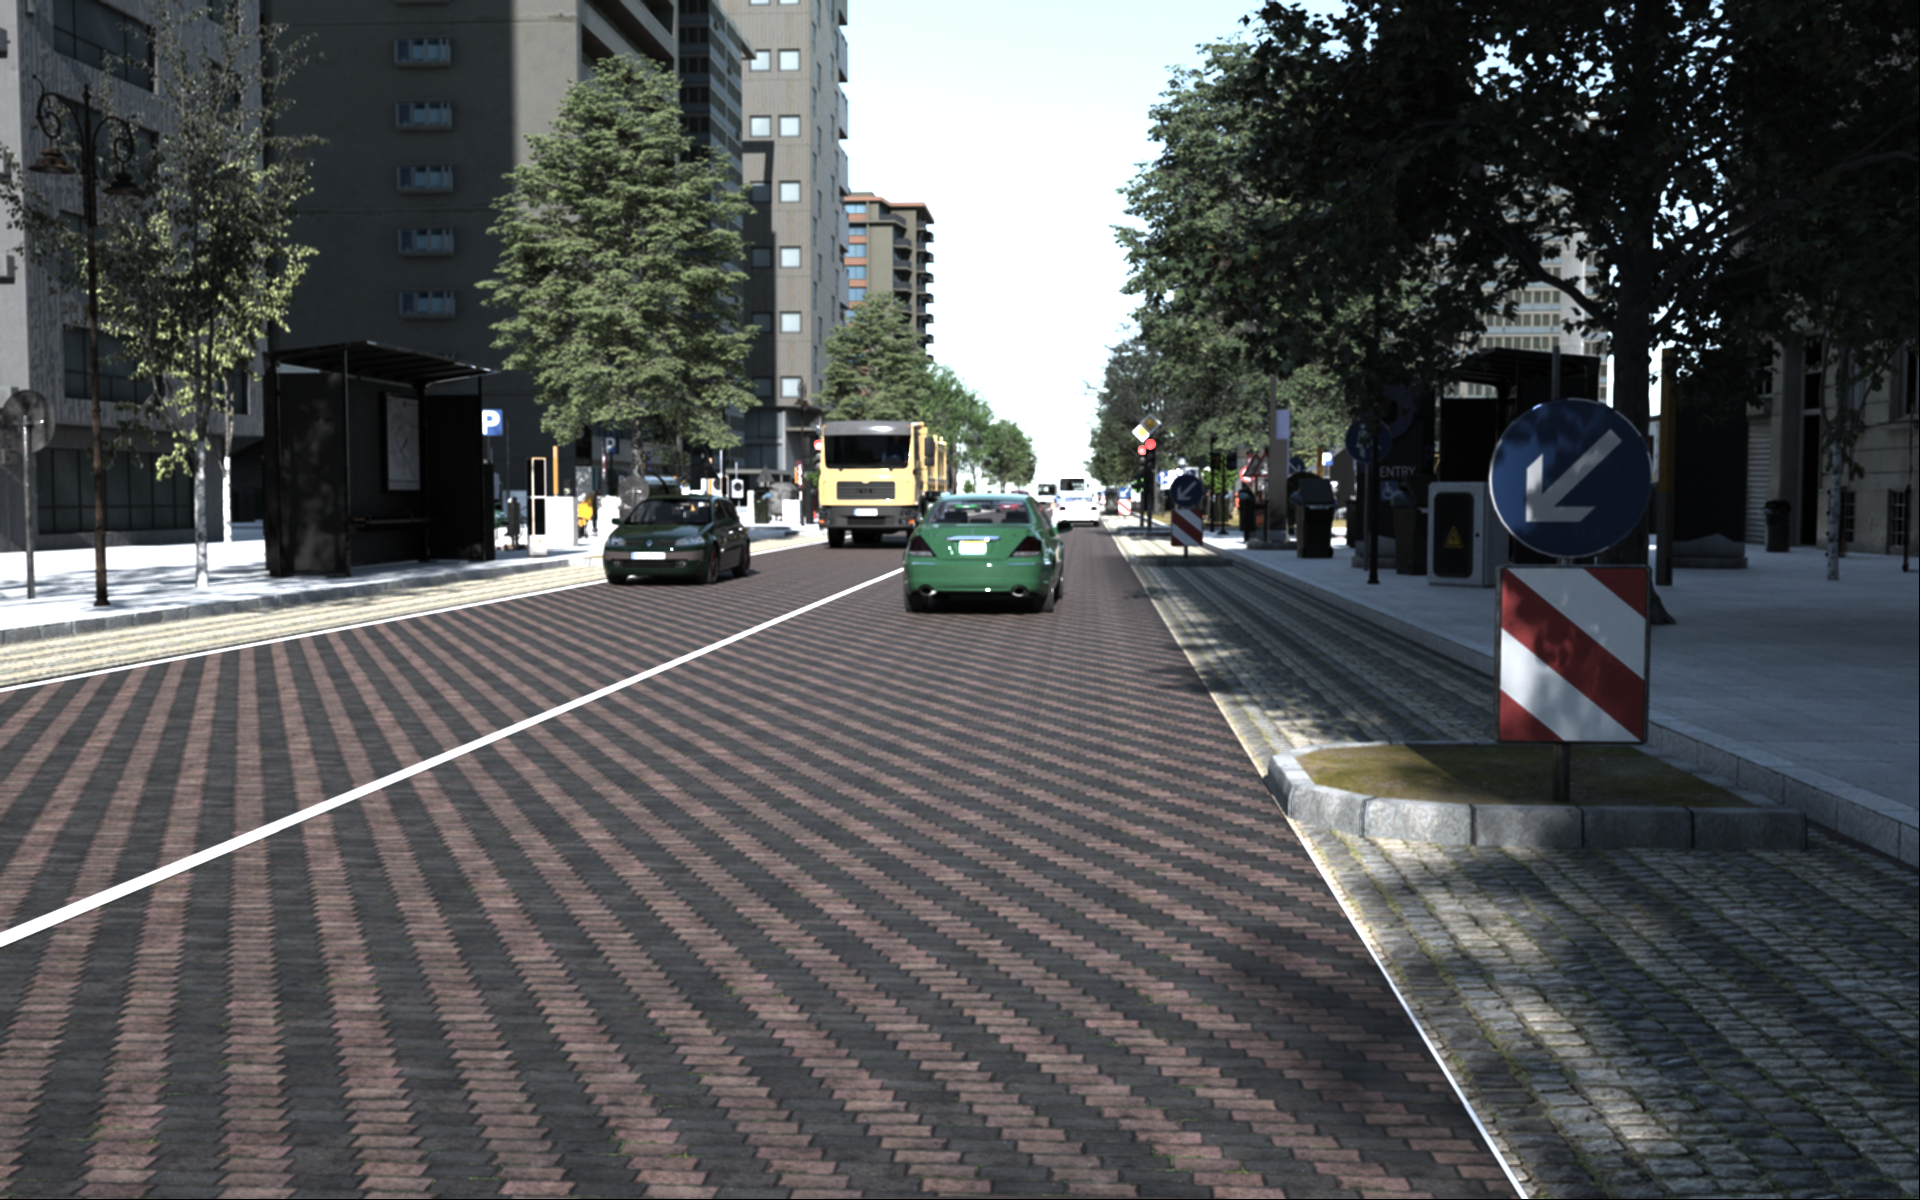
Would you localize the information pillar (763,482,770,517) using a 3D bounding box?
[{"bbox_3d":[-9.855,-5.117,88.160,0.304,2.012,0.304,1,4,11],"label":"information pillar"}]

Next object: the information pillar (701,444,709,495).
[{"bbox_3d":[-11.919,-5.475,80.871,0.183,3.616,0.504,-3,5,-45],"label":"information pillar"}]

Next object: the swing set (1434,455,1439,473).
[{"bbox_3d":[18.236,-4.350,68.737,3.119,2.851,2.862,-2,4,-34],"label":"swing set"}]

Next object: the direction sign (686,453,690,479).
[{"bbox_3d":[-15.180,-6.403,96.679,0.379,3.537,0.876,-2,4,-24],"label":"direction sign"}]

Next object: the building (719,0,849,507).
[{"bbox_3d":[-24.897,-34.796,158.155,28.713,52.752,27.495,0,4,4],"label":"building"}]

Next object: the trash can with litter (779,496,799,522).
[{"bbox_3d":[-7.874,-4.180,79.733,1.055,1.170,0.624,2,4,32],"label":"trash can with litter"}]

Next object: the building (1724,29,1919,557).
[{"bbox_3d":[26.482,-12.090,30.963,16.112,22.955,30.059,0,4,4],"label":"building"}]

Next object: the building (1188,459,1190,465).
[{"bbox_3d":[42.430,-37.596,264.801,14.600,45.320,14.200,0,4,4],"label":"building"}]

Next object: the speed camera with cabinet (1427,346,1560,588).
[{"bbox_3d":[7.399,-1.794,23.670,0.660,3.252,2.038,-3,4,-38],"label":"speed camera with cabinet"}]

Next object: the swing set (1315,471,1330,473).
[{"bbox_3d":[24.904,-7.316,117.228,2.862,2.851,3.119,-2,4,-35],"label":"swing set"}]

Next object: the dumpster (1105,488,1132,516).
[{"bbox_3d":[10.485,-6.516,114.760,1.865,1.857,1.264,0,4,5],"label":"dumpster"}]

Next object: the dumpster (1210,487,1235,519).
[{"bbox_3d":[13.348,-5.055,88.410,1.264,1.857,1.865,0,4,4],"label":"dumpster"}]

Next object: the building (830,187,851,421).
[{"bbox_3d":[-25.415,-30.209,185.800,32.217,40.220,23.993,0,4,4],"label":"building"}]

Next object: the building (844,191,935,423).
[{"bbox_3d":[-15.274,-36.601,253.056,22.147,44.769,28.867,0,4,4],"label":"building"}]

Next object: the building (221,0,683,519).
[{"bbox_3d":[-28.169,-28.755,93.853,21.300,48.544,21.600,0,4,4],"label":"building"}]

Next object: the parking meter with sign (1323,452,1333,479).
[{"bbox_3d":[15.049,-4.627,71.912,0.543,3.016,1.738,1,4,22],"label":"parking meter with sign"}]

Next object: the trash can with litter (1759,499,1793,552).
[{"bbox_3d":[18.157,-1.659,38.513,0.624,1.170,1.055,2,4,31],"label":"trash can with litter"}]

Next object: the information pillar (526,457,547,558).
[{"bbox_3d":[-8.545,-1.863,34.958,0.304,2.012,0.304,-3,4,-37],"label":"information pillar"}]

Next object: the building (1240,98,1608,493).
[{"bbox_3d":[43.318,-28.830,163.258,32.217,40.220,23.993,0,4,4],"label":"building"}]

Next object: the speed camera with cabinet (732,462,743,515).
[{"bbox_3d":[-14.499,-6.914,107.387,2.038,3.252,0.660,-1,4,-18],"label":"speed camera with cabinet"}]

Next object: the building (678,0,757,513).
[{"bbox_3d":[-28.943,-26.489,124.983,32.217,40.220,23.993,0,4,4],"label":"building"}]

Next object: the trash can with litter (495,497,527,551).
[{"bbox_3d":[-10.456,-1.769,39.986,1.678,1.210,2.233,0,4,-5],"label":"trash can with litter"}]

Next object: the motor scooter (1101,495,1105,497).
[{"bbox_3d":[21.838,-15.361,263.923,0.815,1.314,1.986,0,4,3],"label":"motor scooter"}]

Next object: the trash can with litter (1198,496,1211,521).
[{"bbox_3d":[12.954,-5.062,93.819,1.678,1.210,2.233,-1,4,-20],"label":"trash can with litter"}]

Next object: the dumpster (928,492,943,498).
[{"bbox_3d":[-1.784,-7.866,134.362,1.264,1.857,1.865,0,4,4],"label":"dumpster"}]

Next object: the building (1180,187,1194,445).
[{"bbox_3d":[50.896,-42.565,285.169,28.713,52.752,27.495,0,4,4],"label":"building"}]

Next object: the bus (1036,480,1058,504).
[{"bbox_3d":[13.018,-15.867,254.281,2.948,3.499,13.247,0,4,6],"label":"bus"}]

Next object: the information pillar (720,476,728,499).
[{"bbox_3d":[-9.718,-4.092,71.403,0.304,2.012,0.304,-1,4,-12],"label":"information pillar"}]

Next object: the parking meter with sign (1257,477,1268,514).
[{"bbox_3d":[19.608,-6.971,110.231,1.738,3.016,0.543,-2,4,-26],"label":"parking meter with sign"}]

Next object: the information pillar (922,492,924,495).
[{"bbox_3d":[-2.655,-7.804,118.955,0.183,3.616,0.504,-3,5,-44],"label":"information pillar"}]

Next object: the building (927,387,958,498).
[{"bbox_3d":[-15.134,-26.766,282.660,27.650,21.520,28.899,0,4,4],"label":"building"}]

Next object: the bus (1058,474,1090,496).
[{"bbox_3d":[10.752,-10.354,164.152,2.948,3.499,13.247,0,4,5],"label":"bus"}]

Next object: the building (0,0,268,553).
[{"bbox_3d":[-26.305,-16.635,43.681,14.107,30.474,14.160,0,4,4],"label":"building"}]

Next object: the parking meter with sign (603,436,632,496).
[{"bbox_3d":[-10.102,-3.470,52.997,0.543,3.016,1.738,2,4,30],"label":"parking meter with sign"}]

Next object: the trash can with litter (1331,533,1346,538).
[{"bbox_3d":[11.371,-2.409,50.447,2.233,1.210,1.678,-1,4,-23],"label":"trash can with litter"}]

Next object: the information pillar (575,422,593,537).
[{"bbox_3d":[-11.228,-3.689,51.670,0.504,3.616,0.183,0,4,2],"label":"information pillar"}]

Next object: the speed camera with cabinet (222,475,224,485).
[{"bbox_3d":[-35.902,-5.466,83.705,0.660,3.252,2.038,-1,4,-21],"label":"speed camera with cabinet"}]

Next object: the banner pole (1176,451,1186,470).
[{"bbox_3d":[12.878,-6.811,101.379,0.863,3.779,0.401,-2,4,-27],"label":"banner pole"}]

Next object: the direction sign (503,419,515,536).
[{"bbox_3d":[-13.723,-3.708,52.616,0.379,3.537,0.876,-1,4,-18],"label":"direction sign"}]

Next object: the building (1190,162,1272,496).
[{"bbox_3d":[44.219,-38.101,246.660,21.300,48.544,21.600,0,4,4],"label":"building"}]

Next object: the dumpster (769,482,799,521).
[{"bbox_3d":[-8.494,-4.725,83.007,1.264,1.857,1.865,0,4,4],"label":"dumpster"}]

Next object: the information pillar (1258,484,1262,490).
[{"bbox_3d":[22.664,-7.755,131.281,0.304,2.012,0.304,-2,4,-30],"label":"information pillar"}]

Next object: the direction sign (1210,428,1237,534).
[{"bbox_3d":[8.376,-3.857,55.053,0.876,3.537,0.379,-1,4,-11],"label":"direction sign"}]

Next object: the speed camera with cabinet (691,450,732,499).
[{"bbox_3d":[-11.438,-5.106,77.813,2.038,3.252,0.660,0,4,6],"label":"speed camera with cabinet"}]

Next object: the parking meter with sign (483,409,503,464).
[{"bbox_3d":[-10.079,-2.452,36.358,0.543,3.016,1.738,-2,4,-29],"label":"parking meter with sign"}]

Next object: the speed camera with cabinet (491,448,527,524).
[{"bbox_3d":[-19.775,-4.942,75.136,2.038,3.252,0.660,-3,5,-40],"label":"speed camera with cabinet"}]

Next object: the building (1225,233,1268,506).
[{"bbox_3d":[37.341,-26.120,198.757,14.160,30.474,14.107,0,4,4],"label":"building"}]
